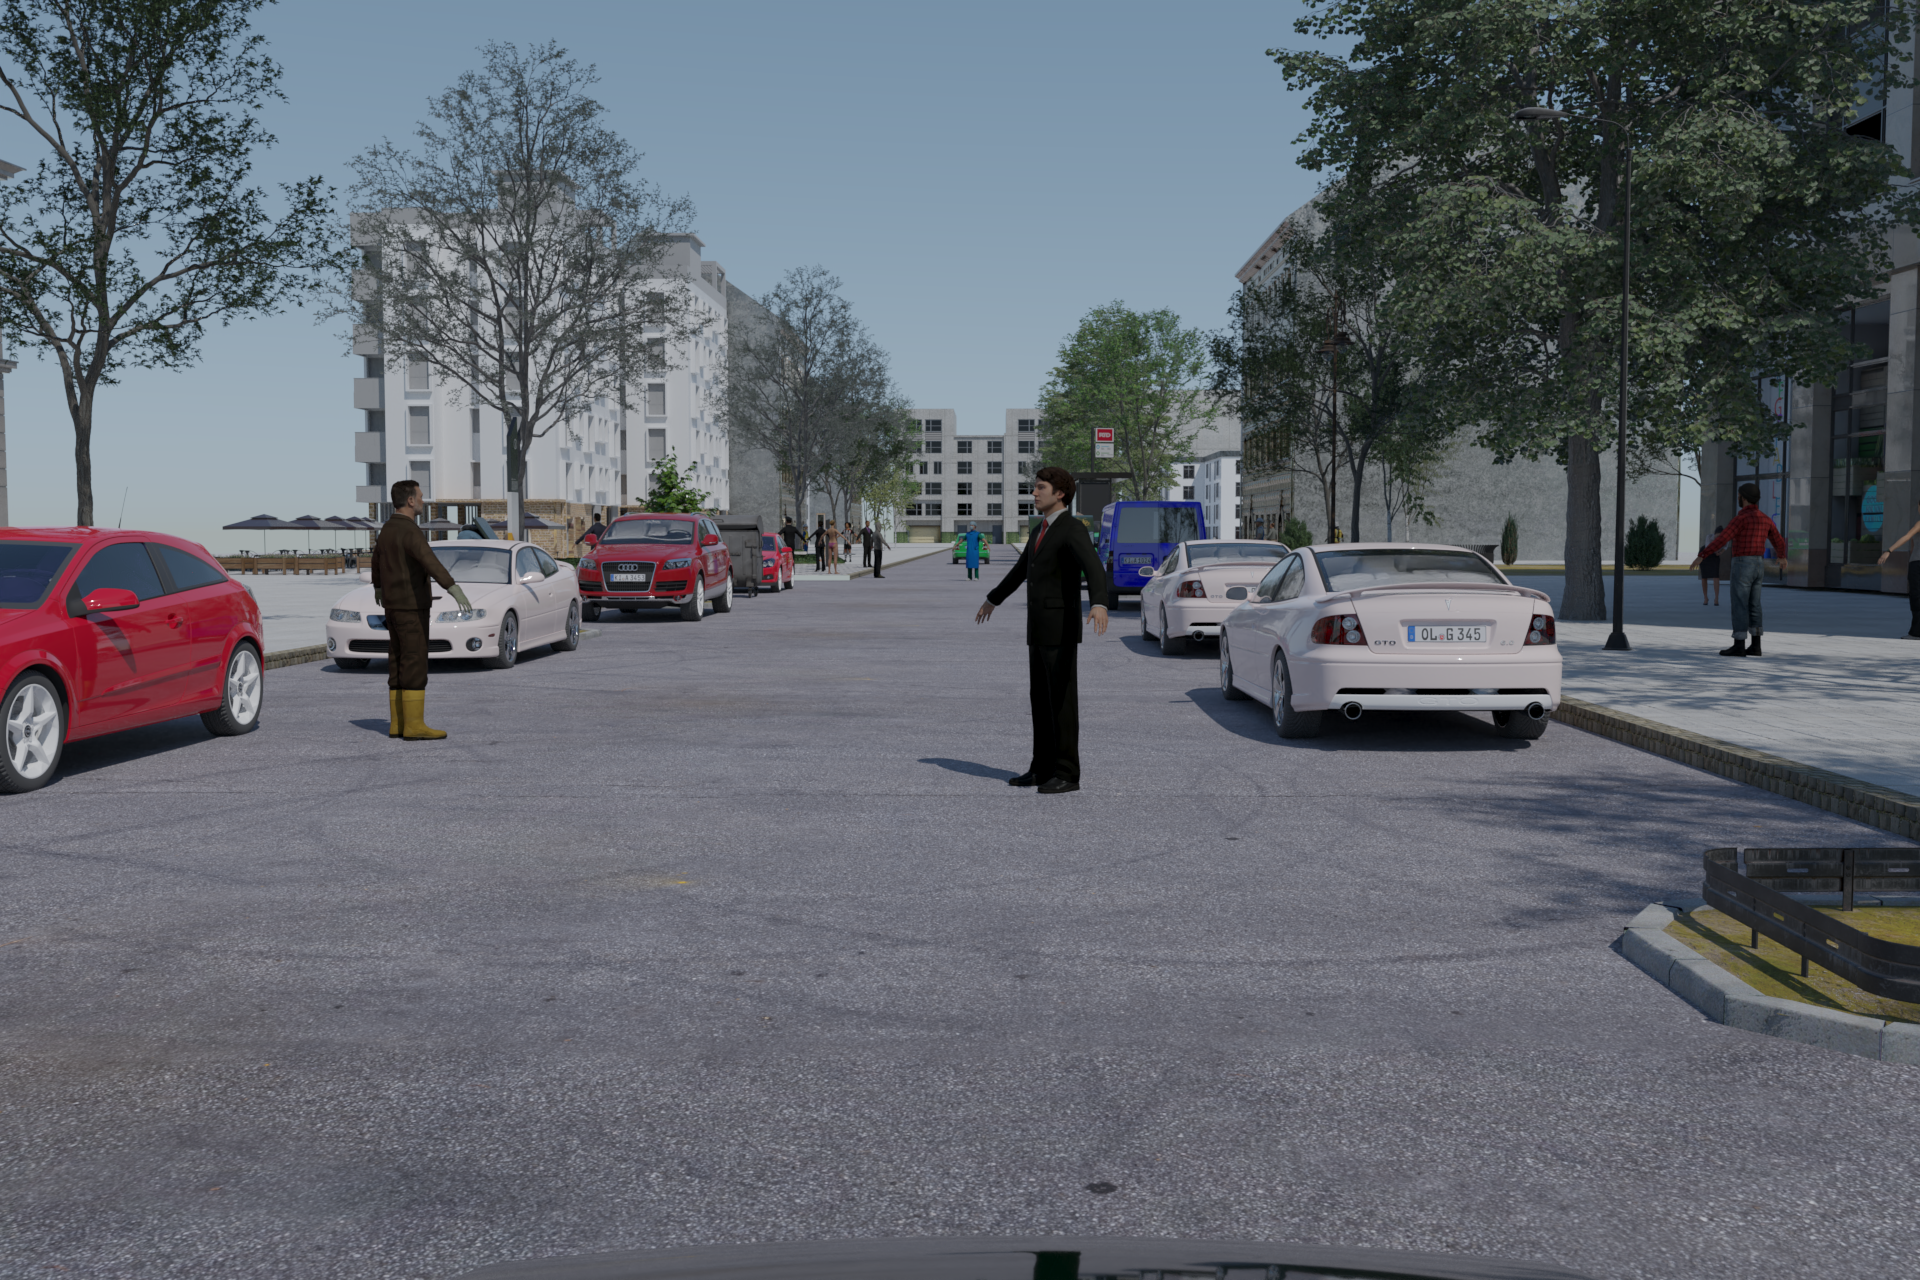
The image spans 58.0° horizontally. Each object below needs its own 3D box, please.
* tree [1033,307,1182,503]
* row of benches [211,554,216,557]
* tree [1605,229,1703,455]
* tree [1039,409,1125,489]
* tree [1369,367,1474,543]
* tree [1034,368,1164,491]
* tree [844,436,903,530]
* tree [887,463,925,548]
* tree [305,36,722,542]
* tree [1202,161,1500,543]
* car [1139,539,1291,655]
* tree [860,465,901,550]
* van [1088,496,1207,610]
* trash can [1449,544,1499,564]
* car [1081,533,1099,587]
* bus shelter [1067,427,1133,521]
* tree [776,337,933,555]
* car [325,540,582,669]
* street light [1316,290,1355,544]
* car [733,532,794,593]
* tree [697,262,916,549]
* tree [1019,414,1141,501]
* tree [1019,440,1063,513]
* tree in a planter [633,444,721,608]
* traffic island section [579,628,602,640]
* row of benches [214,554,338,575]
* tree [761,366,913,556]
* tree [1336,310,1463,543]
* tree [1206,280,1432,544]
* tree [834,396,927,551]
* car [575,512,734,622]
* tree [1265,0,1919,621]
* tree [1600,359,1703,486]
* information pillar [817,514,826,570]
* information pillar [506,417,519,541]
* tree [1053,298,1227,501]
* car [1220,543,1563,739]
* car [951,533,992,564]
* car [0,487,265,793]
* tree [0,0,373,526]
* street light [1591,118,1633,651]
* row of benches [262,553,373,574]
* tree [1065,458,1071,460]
[{"bbox_3d":[7.313,-10.337,87.133,7.486,12.596,7.792,0,3,0],"label":"tree"},{"bbox_3d":[-26.287,-2.522,56.703,4.104,0.672,1.422,1,4,10],"label":"row of benches"},{"bbox_3d":[23.852,-7.850,54.101,9.928,11.665,9.643,0,3,0],"label":"tree"},{"bbox_3d":[8.603,-11.312,119.358,7.601,10.594,8.767,-3,5,-39],"label":"tree"},{"bbox_3d":[18.728,-7.494,72.888,4.360,8.622,3.978,0,3,0],"label":"tree"},{"bbox_3d":[8.456,-10.921,104.317,9.928,11.665,9.643,0,3,0],"label":"tree"},{"bbox_3d":[-6.318,-10.433,120.948,4.737,8.622,4.395,0,3,0],"label":"tree"},{"bbox_3d":[-5.555,-12.477,154.365,4.737,8.622,4.395,0,3,0],"label":"tree"},{"bbox_3d":[-10.920,-8.103,42.851,12.009,13.543,11.850,0,3,0],"label":"tree"},{"bbox_3d":[9.733,-6.648,43.102,8.767,10.594,7.601,2,4,29],"label":"tree"},{"bbox_3d":[3.340,-0.579,21.831,2.083,1.381,4.827,0,4,1],"label":"car"},{"bbox_3d":[-6.409,-11.808,143.427,4.737,8.622,4.395,0,3,0],"label":"tree"},{"bbox_3d":[3.700,-1.828,34.279,2.240,2.365,5.245,0,4,1],"label":"van"},{"bbox_3d":[6.932,-0.727,23.547,0.748,1.137,0.748,0,3,0],"label":"trash can"},{"bbox_3d":[3.794,-2.276,46.008,1.959,1.807,4.718,0,4,1],"label":"car"},{"bbox_3d":[4.751,-5.206,62.751,2.179,5.291,8.768,0,4,-1],"label":"bus shelter"},{"bbox_3d":[-6.935,-12.010,106.728,12.009,13.543,11.850,0,3,0],"label":"tree"},{"bbox_3d":[-5.670,-0.462,19.912,2.083,1.381,4.827,0,4,1],"label":"car"},{"bbox_3d":[7.125,-3.682,32.996,0.468,5.910,1.993,0,4,2],"label":"street light"},{"bbox_3d":[-5.251,-2.115,43.619,2.155,1.783,4.494,0,4,1],"label":"car"},{"bbox_3d":[-7.239,-10.259,78.097,12.009,13.543,11.850,0,3,0],"label":"tree"},{"bbox_3d":[9.844,-14.095,140.816,12.009,13.543,11.850,0,3,0],"label":"tree"},{"bbox_3d":[9.862,-13.679,158.069,8.767,10.594,7.601,-3,4,-38],"label":"tree"},{"bbox_3d":[-5.735,-2.275,34.422,1.991,3.239,1.994,0,4,1],"label":"tree in a planter"},{"bbox_3d":[-6.039,-0.063,23.891,1.991,0.108,1.994,0,4,1],"label":"traffic island section"},{"bbox_3d":[-21.428,-2.382,54.407,4.104,0.672,1.422,1,4,12],"label":"row of benches"},{"bbox_3d":[-6.725,-9.780,94.318,8.767,10.594,7.601,0,4,-3],"label":"tree"},{"bbox_3d":[13.909,-6.409,55.147,4.737,8.622,4.395,0,3,0],"label":"tree"},{"bbox_3d":[13.504,-7.880,63.255,8.767,10.594,7.601,-1,4,-18],"label":"tree"},{"bbox_3d":[-6.307,-12.564,131.170,9.928,11.665,9.643,0,3,0],"label":"tree"},{"bbox_3d":[-5.223,-1.309,30.075,2.281,1.827,5.304,0,4,1],"label":"car"},{"bbox_3d":[9.388,-7.266,25.448,9.857,13.997,8.962,0,3,0],"label":"tree"},{"bbox_3d":[28.996,-8.129,67.315,8.767,10.594,7.601,-2,4,-26],"label":"tree"},{"bbox_3d":[-5.006,-3.545,62.451,0.304,2.012,0.304,0,4,1],"label":"information pillar"},{"bbox_3d":[-8.867,-2.631,34.373,0.183,3.616,0.504,0,4,2],"label":"information pillar"},{"bbox_3d":[7.931,-9.175,75.762,9.928,11.665,9.643,0,3,0],"label":"tree"},{"bbox_3d":[3.180,-0.070,13.510,2.083,1.381,4.827,0,4,1],"label":"car"},{"bbox_3d":[0.543,-4.561,83.364,1.959,1.807,4.718,0,4,1],"label":"car"},{"bbox_3d":[-6.007,-0.115,10.917,2.155,1.783,4.494,0,4,1],"label":"car"},{"bbox_3d":[-11.541,-5.364,22.107,8.767,10.594,7.601,1,4,13],"label":"tree"},{"bbox_3d":[7.822,-2.841,18.984,1.470,5.913,1.316,0,4,1],"label":"street light"},{"bbox_3d":[-20.654,-2.498,56.308,4.104,0.672,1.422,-1,4,-17],"label":"row of benches"},{"bbox_3d":[8.992,-10.902,128.613,4.737,8.622,4.395,0,3,0],"label":"tree"}]
